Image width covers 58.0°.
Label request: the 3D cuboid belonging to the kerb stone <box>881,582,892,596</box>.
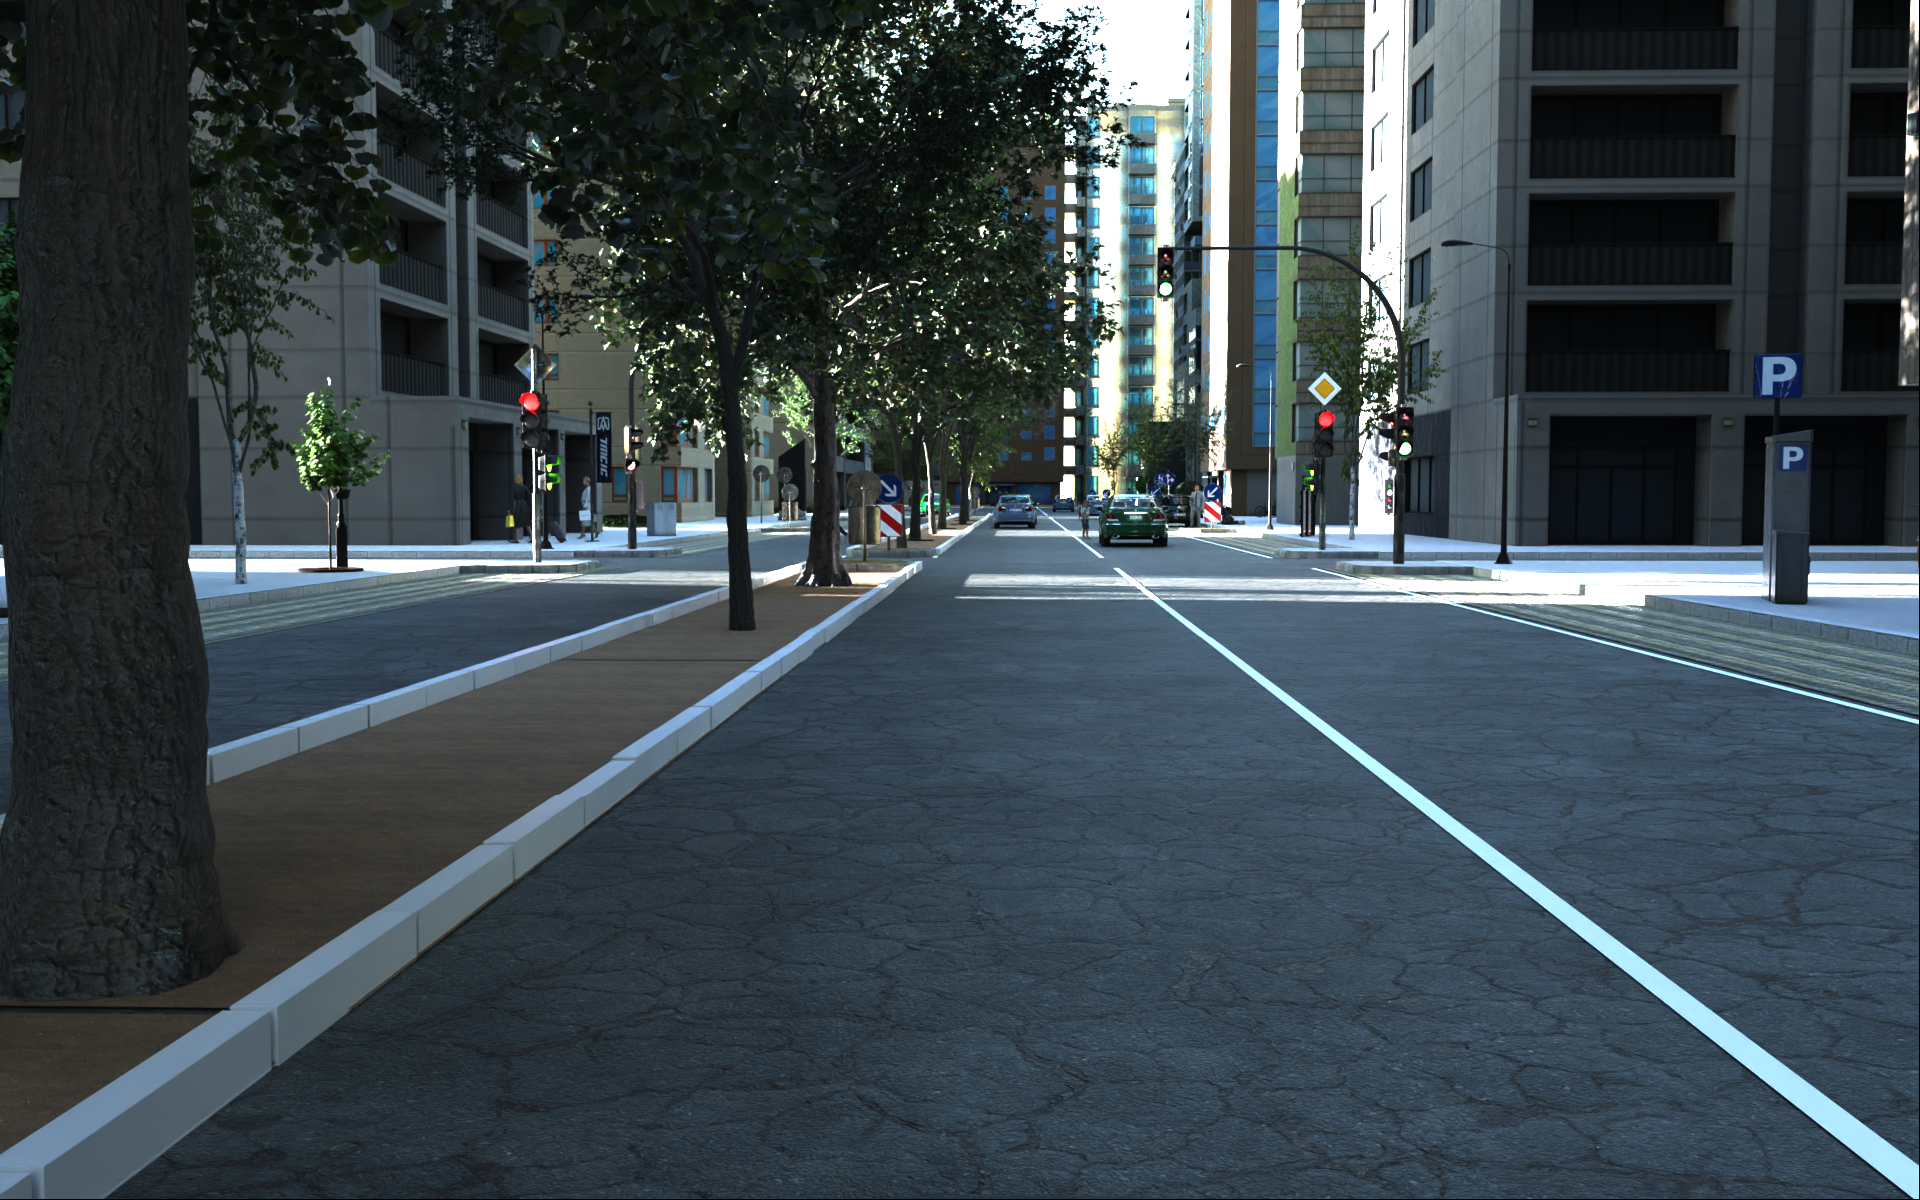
[{"bbox_3d":[-1.084,-0.123,24.295,0.120,0.150,1.000,0,4,2],"label":"kerb stone"}]

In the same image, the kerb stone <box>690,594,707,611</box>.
[{"bbox_3d":[-3.291,0.055,21.304,0.120,0.150,1.000,0,4,2],"label":"kerb stone"}]

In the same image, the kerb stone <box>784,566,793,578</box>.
[{"bbox_3d":[-3.010,-0.441,29.504,0.120,0.150,1.000,0,4,2],"label":"kerb stone"}]

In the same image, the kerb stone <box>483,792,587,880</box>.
[{"bbox_3d":[-1.681,0.936,6.886,0.120,0.150,1.000,0,4,2],"label":"kerb stone"}]

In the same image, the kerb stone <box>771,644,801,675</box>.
[{"bbox_3d":[-1.435,0.498,14.059,0.120,0.150,1.000,0,4,2],"label":"kerb stone"}]

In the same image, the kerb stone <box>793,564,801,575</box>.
[{"bbox_3d":[-2.976,-0.510,30.532,0.120,0.150,1.000,0,4,2],"label":"kerb stone"}]

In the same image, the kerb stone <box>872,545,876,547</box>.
[{"bbox_3d":[-2.390,-1.543,47.466,0.120,0.150,1.000,0,4,2],"label":"kerb stone"}]

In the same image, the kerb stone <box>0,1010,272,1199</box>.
[{"bbox_3d":[-1.790,1.125,3.807,0.120,0.150,1.000,0,4,2],"label":"kerb stone"}]

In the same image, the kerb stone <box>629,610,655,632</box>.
[{"bbox_3d":[-3.405,0.242,18.234,0.120,0.150,1.000,0,4,2],"label":"kerb stone"}]

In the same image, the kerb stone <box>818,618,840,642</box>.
[{"bbox_3d":[-1.328,0.310,17.130,0.120,0.150,1.000,0,4,2],"label":"kerb stone"}]

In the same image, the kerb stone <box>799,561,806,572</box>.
[{"bbox_3d":[-2.936,-0.566,31.554,0.120,0.150,1.000,0,4,2],"label":"kerb stone"}]

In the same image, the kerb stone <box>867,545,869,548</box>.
[{"bbox_3d":[-2.495,-1.357,44.388,0.120,0.150,1.000,0,4,2],"label":"kerb stone"}]

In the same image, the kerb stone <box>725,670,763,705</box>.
[{"bbox_3d":[-1.515,0.626,12.009,0.120,0.150,1.000,0,4,2],"label":"kerb stone"}]

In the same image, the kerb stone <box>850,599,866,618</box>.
[{"bbox_3d":[-1.235,0.122,20.198,0.120,0.150,1.000,0,4,2],"label":"kerb stone"}]

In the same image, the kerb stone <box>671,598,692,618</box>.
[{"bbox_3d":[-3.325,0.117,20.276,0.120,0.150,1.000,0,4,2],"label":"kerb stone"}]

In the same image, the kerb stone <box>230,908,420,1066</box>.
[{"bbox_3d":[-1.750,1.062,4.834,0.120,0.150,1.000,0,4,2],"label":"kerb stone"}]

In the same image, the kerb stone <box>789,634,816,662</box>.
[{"bbox_3d":[-1.397,0.435,15.080,0.120,0.150,1.000,0,4,2],"label":"kerb stone"}]

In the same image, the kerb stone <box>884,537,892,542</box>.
[{"bbox_3d":[-2.229,-1.858,52.582,0.120,0.150,1.000,0,4,2],"label":"kerb stone"}]

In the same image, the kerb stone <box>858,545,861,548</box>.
[{"bbox_3d":[-2.578,-1.232,42.338,0.120,0.150,1.000,0,4,2],"label":"kerb stone"}]

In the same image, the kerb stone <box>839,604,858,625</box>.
[{"bbox_3d":[-1.267,0.185,19.176,0.120,0.150,1.000,0,4,2],"label":"kerb stone"}]

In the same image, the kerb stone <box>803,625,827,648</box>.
[{"bbox_3d":[-1.378,0.373,16.102,0.120,0.150,1.000,0,4,2],"label":"kerb stone"}]

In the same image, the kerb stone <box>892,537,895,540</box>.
[{"bbox_3d":[-2.186,-1.921,53.609,0.120,0.150,1.000,0,4,2],"label":"kerb stone"}]

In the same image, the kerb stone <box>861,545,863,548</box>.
[{"bbox_3d":[-2.542,-1.295,43.367,0.120,0.150,1.000,0,4,2],"label":"kerb stone"}]

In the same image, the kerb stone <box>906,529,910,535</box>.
[{"bbox_3d":[-1.834,-2.549,63.867,0.120,0.150,1.000,0,4,2],"label":"kerb stone"}]

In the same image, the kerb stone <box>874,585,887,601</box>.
[{"bbox_3d":[-1.120,-0.066,23.273,0.120,0.150,1.000,0,4,2],"label":"kerb stone"}]

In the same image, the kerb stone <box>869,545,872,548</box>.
[{"bbox_3d":[-2.472,-1.408,45.411,0.120,0.150,1.000,0,4,2],"label":"kerb stone"}]

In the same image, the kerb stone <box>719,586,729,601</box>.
[{"bbox_3d":[-3.218,-0.070,23.347,0.120,0.150,1.000,0,4,2],"label":"kerb stone"}]

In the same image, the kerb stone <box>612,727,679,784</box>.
[{"bbox_3d":[-1.620,0.811,8.936,0.120,0.150,1.000,0,4,2],"label":"kerb stone"}]

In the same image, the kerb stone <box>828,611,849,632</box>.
[{"bbox_3d":[-1.302,0.247,18.154,0.120,0.150,1.000,0,4,2],"label":"kerb stone"}]

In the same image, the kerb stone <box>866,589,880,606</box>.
[{"bbox_3d":[-1.157,-0.003,22.240,0.120,0.150,1.000,0,4,2],"label":"kerb stone"}]

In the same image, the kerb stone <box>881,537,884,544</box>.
[{"bbox_3d":[-2.331,-1.664,49.510,0.120,0.150,1.000,0,4,2],"label":"kerb stone"}]

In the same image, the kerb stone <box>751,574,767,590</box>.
[{"bbox_3d":[-3.119,-0.258,26.421,0.120,0.150,1.000,0,4,2],"label":"kerb stone"}]

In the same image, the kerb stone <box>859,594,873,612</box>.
[{"bbox_3d":[-1.193,0.063,21.219,0.120,0.150,1.000,0,4,2],"label":"kerb stone"}]

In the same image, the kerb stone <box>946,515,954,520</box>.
[{"bbox_3d":[-0.567,-4.799,100.772,0.120,0.150,1.000,0,4,2],"label":"kerb stone"}]

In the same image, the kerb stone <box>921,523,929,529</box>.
[{"bbox_3d":[-1.479,-3.176,74.126,0.120,0.150,1.000,0,4,2],"label":"kerb stone"}]

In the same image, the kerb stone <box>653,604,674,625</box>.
[{"bbox_3d":[-3.366,0.183,19.255,0.120,0.150,1.000,0,4,2],"label":"kerb stone"}]

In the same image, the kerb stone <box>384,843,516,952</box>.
[{"bbox_3d":[-1.720,1.006,5.866,0.120,0.150,1.000,0,4,2],"label":"kerb stone"}]

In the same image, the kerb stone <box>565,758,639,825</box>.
[{"bbox_3d":[-1.648,0.885,7.913,0.120,0.150,1.000,0,4,2],"label":"kerb stone"}]

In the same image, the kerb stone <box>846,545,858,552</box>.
[{"bbox_3d":[-2.603,-1.169,41.316,0.120,0.150,1.000,0,4,2],"label":"kerb stone"}]

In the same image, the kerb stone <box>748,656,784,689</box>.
[{"bbox_3d":[-1.476,0.560,13.036,0.120,0.150,1.000,0,4,2],"label":"kerb stone"}]

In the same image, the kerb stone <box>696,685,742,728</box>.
[{"bbox_3d":[-1.541,0.686,10.986,0.120,0.150,1.000,0,4,2],"label":"kerb stone"}]

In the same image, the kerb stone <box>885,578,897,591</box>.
[{"bbox_3d":[-1.051,-0.187,25.316,0.120,0.150,1.000,0,4,2],"label":"kerb stone"}]

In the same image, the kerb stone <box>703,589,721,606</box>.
[{"bbox_3d":[-3.261,-0.008,22.326,0.120,0.150,1.000,0,4,2],"label":"kerb stone"}]

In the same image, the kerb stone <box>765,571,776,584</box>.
[{"bbox_3d":[-3.083,-0.321,27.459,0.120,0.150,1.000,0,4,2],"label":"kerb stone"}]

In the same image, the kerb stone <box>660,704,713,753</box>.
[{"bbox_3d":[-1.585,0.751,9.960,0.120,0.150,1.000,0,4,2],"label":"kerb stone"}]

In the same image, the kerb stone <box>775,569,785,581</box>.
[{"bbox_3d":[-3.051,-0.384,28.480,0.120,0.150,1.000,0,4,2],"label":"kerb stone"}]

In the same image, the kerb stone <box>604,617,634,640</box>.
[{"bbox_3d":[-3.438,0.305,17.212,0.120,0.150,1.000,0,4,2],"label":"kerb stone"}]
